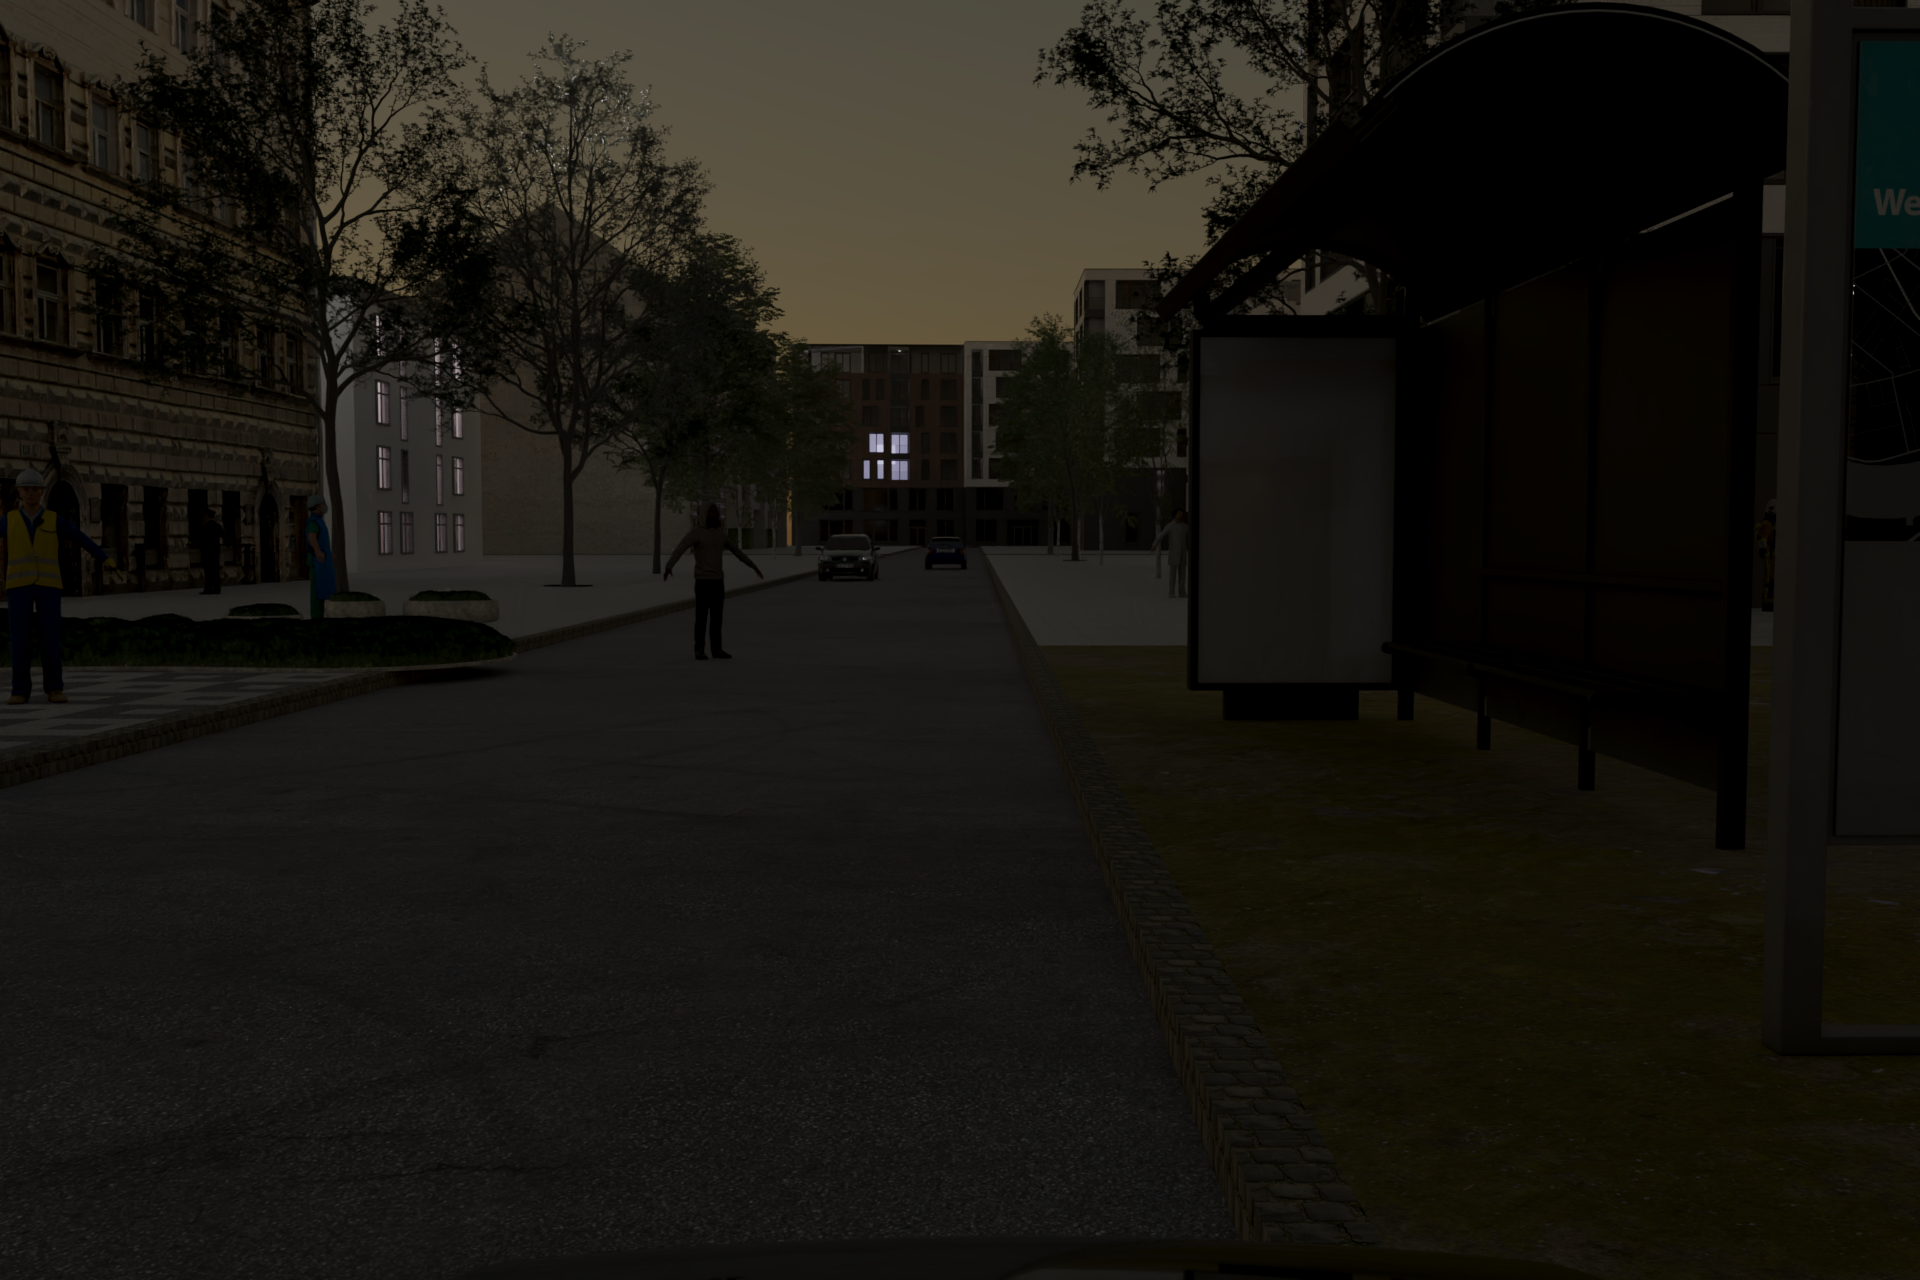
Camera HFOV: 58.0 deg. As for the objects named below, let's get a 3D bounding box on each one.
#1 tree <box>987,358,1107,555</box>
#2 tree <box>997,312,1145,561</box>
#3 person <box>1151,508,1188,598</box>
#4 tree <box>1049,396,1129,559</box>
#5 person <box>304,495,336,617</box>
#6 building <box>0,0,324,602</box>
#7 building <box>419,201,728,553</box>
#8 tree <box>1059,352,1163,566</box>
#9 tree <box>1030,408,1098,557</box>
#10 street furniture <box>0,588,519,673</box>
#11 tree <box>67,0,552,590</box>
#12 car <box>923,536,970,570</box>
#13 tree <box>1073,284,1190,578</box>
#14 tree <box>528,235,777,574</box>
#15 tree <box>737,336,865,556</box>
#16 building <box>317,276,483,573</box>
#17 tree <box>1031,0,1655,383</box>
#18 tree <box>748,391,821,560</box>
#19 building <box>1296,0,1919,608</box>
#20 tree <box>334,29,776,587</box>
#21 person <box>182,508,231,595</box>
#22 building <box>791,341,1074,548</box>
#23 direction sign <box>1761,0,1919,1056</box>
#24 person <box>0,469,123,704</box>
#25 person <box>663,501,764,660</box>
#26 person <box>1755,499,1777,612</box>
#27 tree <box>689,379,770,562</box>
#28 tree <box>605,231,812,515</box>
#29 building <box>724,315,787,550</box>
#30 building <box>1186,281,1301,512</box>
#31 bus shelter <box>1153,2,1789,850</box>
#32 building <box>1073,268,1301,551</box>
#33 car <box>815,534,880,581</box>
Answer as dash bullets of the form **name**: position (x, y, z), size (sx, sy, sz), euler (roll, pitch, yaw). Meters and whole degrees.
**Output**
- **tree**: position (5.180, -11.532, 106.679), size (7.486, 12.596, 7.792), euler (0, 3, 0)
- **tree**: position (5.315, -9.546, 81.838), size (9.928, 11.665, 9.643), euler (0, 3, 0)
- **person**: position (4.412, -1.760, 34.968), size (1.347, 1.806, 0.705), euler (-2, 4, -23)
- **tree**: position (5.942, -8.496, 89.267), size (4.360, 8.622, 3.978), euler (0, 3, 0)
- **person**: position (-8.762, -1.078, 23.744), size (0.704, 1.817, 1.347), euler (-1, 4, -14)
- **building**: position (-27.099, -12.727, 39.019), size (19.493, 23.208, 18.063), euler (0, 4, -1)
- **building**: position (-27.145, -17.897, 123.550), size (19.493, 23.208, 18.063), euler (0, 4, 0)
- **tree**: position (5.916, -7.325, 70.131), size (4.737, 8.622, 4.395), euler (0, 3, 0)
- **tree**: position (5.408, -9.054, 98.394), size (4.360, 8.622, 3.978), euler (0, 3, 0)
- **street furniture**: position (-9.622, -0.146, 18.013), size (10.072, 0.657, 5.734), euler (0, 4, -5)
- **tree**: position (-10.192, -5.683, 27.327), size (7.601, 10.594, 8.767), euler (-2, 4, -27)
- **car**: position (-0.563, -3.589, 71.263), size (1.945, 1.354, 3.894), euler (0, 4, 0)
- **tree**: position (5.985, -6.104, 50.160), size (4.360, 8.622, 3.978), euler (0, 3, 0)
- **tree**: position (-9.791, -7.376, 55.008), size (8.767, 10.594, 7.601), euler (0, 4, 3)
- **tree**: position (-9.386, -11.136, 100.208), size (7.486, 12.596, 7.792), euler (0, 3, 0)
- **building**: position (-24.102, -7.852, 70.533), size (9.099, 9.664, 28.070), euler (0, 4, 0)
- **tree**: position (5.391, -5.316, 21.331), size (8.767, 10.594, 7.601), euler (-3, 4, -39)
- **tree**: position (-9.314, -8.311, 86.246), size (4.360, 8.622, 3.978), euler (0, 3, 0)
- **building**: position (22.471, -12.325, 45.493), size (27.936, 21.610, 32.646), euler (0, 3, 0)
- **tree**: position (-9.489, -8.049, 41.970), size (12.009, 13.543, 11.850), euler (0, 3, 0)
- **person**: position (-15.923, -1.886, 36.764), size (0.705, 1.837, 1.347), euler (1, 4, 19)
- **building**: position (-2.314, -21.371, 195.843), size (32.646, 21.610, 27.936), euler (0, 4, -3)
- **direction sign**: position (2.076, -0.909, 3.628), size (2.525, 3.948, 1.411), euler (0, 4, -1)
- **person**: position (-7.000, -0.405, 13.090), size (1.216, 1.772, 0.721), euler (-2, 4, -26)
- **person**: position (-2.860, -0.690, 19.865), size (1.348, 1.813, 0.705), euler (-3, 5, -42)
- **person**: position (13.474, -1.399, 28.643), size (1.354, 1.858, 0.705), euler (-3, 5, -43)
- **tree**: position (-9.790, -7.829, 78.371), size (4.360, 8.622, 3.978), euler (0, 3, 0)
- **tree**: position (-9.445, -8.988, 65.085), size (7.486, 12.596, 7.792), euler (0, 3, 0)
- **building**: position (-25.651, -17.549, 153.385), size (16.747, 18.905, 31.486), euler (0, 4, 1)
- **building**: position (22.304, -16.758, 130.407), size (16.016, 20.090, 11.380), euler (0, 4, 0)
- **bus shelter**: position (2.392, -0.946, 9.388), size (2.014, 3.302, 5.546), euler (0, 4, -1)
- **building**: position (23.587, -18.701, 149.733), size (27.936, 21.610, 32.646), euler (0, 4, 0)
- **car**: position (-3.462, -2.707, 54.045), size (2.009, 1.686, 4.222), euler (0, 3, 0)
